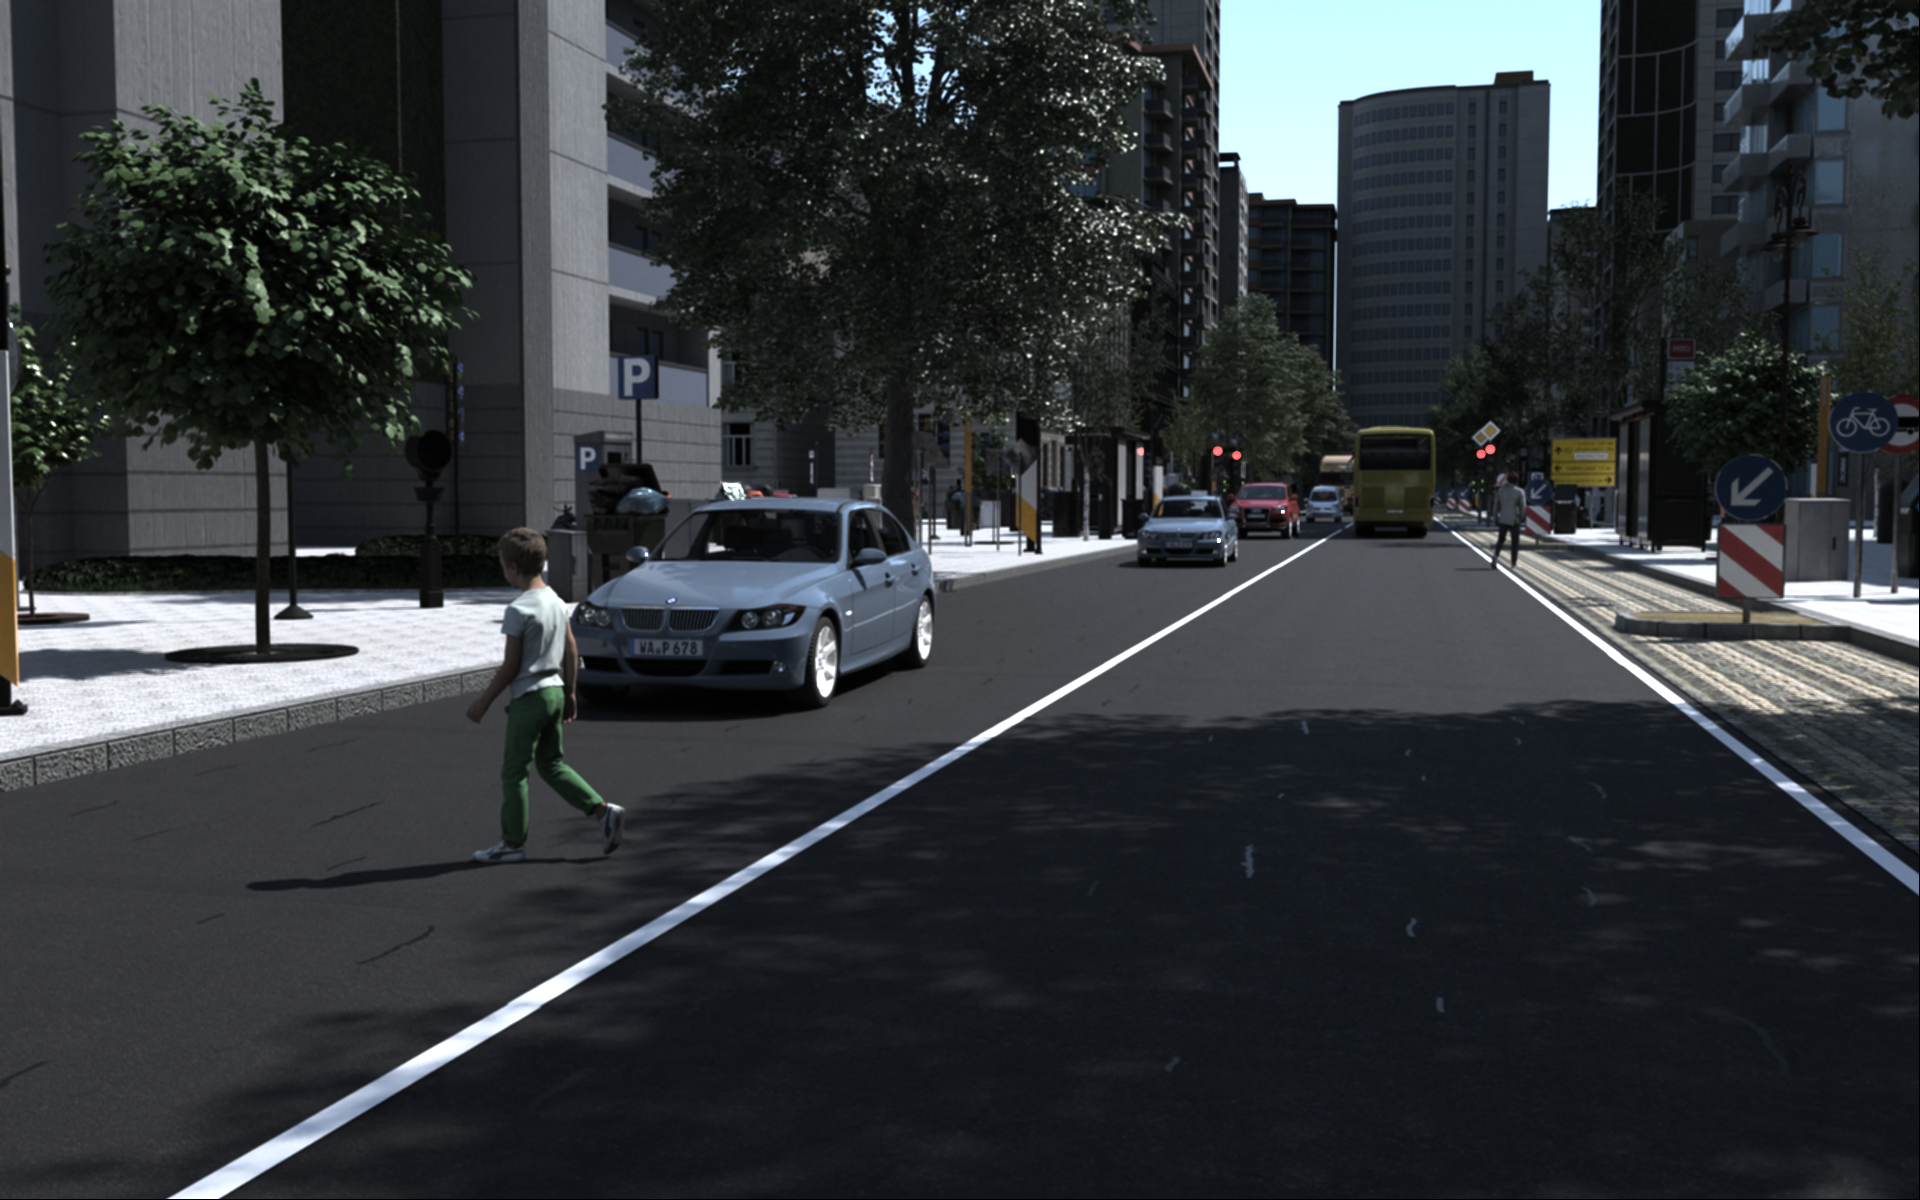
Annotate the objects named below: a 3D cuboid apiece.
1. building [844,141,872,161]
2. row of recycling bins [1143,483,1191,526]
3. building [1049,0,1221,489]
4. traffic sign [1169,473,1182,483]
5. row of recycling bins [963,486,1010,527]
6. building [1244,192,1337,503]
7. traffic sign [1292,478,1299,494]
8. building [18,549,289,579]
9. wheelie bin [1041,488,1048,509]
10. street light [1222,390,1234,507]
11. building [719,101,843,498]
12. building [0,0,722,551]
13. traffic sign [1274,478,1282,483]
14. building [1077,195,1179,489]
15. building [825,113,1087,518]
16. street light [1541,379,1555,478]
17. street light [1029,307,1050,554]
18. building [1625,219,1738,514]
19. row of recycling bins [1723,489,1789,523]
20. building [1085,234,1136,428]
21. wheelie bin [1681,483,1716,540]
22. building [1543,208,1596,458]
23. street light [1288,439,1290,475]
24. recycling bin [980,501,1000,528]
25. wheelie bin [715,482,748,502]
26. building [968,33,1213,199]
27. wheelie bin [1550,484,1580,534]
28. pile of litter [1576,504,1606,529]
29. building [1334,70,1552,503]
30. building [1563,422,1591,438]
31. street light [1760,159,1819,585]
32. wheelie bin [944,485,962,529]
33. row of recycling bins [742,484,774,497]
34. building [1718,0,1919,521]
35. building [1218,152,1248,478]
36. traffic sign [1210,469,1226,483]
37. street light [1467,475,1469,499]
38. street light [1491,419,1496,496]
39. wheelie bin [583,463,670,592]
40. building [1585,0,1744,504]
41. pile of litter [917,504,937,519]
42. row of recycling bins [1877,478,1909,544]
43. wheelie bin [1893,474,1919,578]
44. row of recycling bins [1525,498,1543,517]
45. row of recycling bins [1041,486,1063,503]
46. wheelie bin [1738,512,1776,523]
[{"bbox_3d":[-8.281,-34.225,214.209,28.867,44.769,22.147,1,4,14],"label":"building"},{"bbox_3d":[6.649,-3.347,61.841,3.534,1.692,1.069,-2,4,-27],"label":"row of recycling bins"},{"bbox_3d":[20.141,-46.083,191.716,20.563,71.187,20.611,1,4,14],"label":"building"},{"bbox_3d":[10.256,-4.921,82.581,0.606,2.300,0.079,1,4,22],"label":"traffic sign"},{"bbox_3d":[1.115,-3.762,68.622,1.069,1.692,3.534,-2,4,-31],"label":"row of recycling bins"},{"bbox_3d":[40.489,-36.706,254.768,28.867,44.769,22.147,1,4,14],"label":"building"},{"bbox_3d":[27.387,-8.614,140.940,0.768,2.556,0.104,1,4,22],"label":"traffic sign"},{"bbox_3d":[-25.188,-29.072,17.332,21.231,58.520,28.212,1,4,14],"label":"building"},{"bbox_3d":[3.912,-4.714,84.988,0.693,1.594,0.980,-2,4,-23],"label":"wheelie bin"},{"bbox_3d":[11.916,-6.380,77.096,0.468,5.910,1.993,1,4,14],"label":"street light"},{"bbox_3d":[-21.948,-16.572,104.240,30.059,22.955,16.112,1,4,14],"label":"building"},{"bbox_3d":[-22.316,-31.250,52.929,28.212,58.520,21.231,1,4,14],"label":"building"},{"bbox_3d":[25.340,-8.414,137.671,0.768,2.556,0.104,2,4,23],"label":"traffic sign"},{"bbox_3d":[10.212,-18.827,137.501,12.332,23.373,15.834,1,4,14],"label":"building"},{"bbox_3d":[0.577,-16.187,100.821,11.583,22.565,21.152,1,4,14],"label":"building"},{"bbox_3d":[22.098,-5.650,65.167,0.468,5.910,1.993,1,4,14],"label":"street light"},{"bbox_3d":[1.682,-3.918,36.849,0.468,5.910,1.993,1,4,14],"label":"street light"},{"bbox_3d":[62.638,-16.836,120.310,27.650,21.520,28.899,1,4,14],"label":"building"},{"bbox_3d":[34.427,-4.148,74.938,1.069,1.692,3.534,-1,4,-15],"label":"row of recycling bins"},{"bbox_3d":[6.056,-16.613,120.772,9.793,20.994,18.267,1,4,14],"label":"building"},{"bbox_3d":[20.457,-2.446,47.895,0.980,1.594,0.693,-2,4,-31],"label":"wheelie bin"},{"bbox_3d":[88.064,-33.967,238.951,14.086,41.232,14.154,1,4,14],"label":"building"},{"bbox_3d":[22.468,-8.895,118.218,0.468,5.910,1.993,1,4,14],"label":"street light"},{"bbox_3d":[1.068,-3.231,65.380,0.722,1.027,0.722,-1,4,-17],"label":"recycling bin"},{"bbox_3d":[-6.239,-2.397,47.102,0.980,1.594,0.693,-3,5,-42],"label":"wheelie bin"},{"bbox_3d":[12.615,-31.458,168.955,22.147,44.769,28.867,1,4,14],"label":"building"},{"bbox_3d":[19.462,-2.922,55.688,0.980,1.594,0.693,2,4,32],"label":"wheelie bin"},{"bbox_3d":[23.566,-3.120,64.976,1.176,0.858,1.719,0,4,6],"label":"pile of litter"},{"bbox_3d":[68.043,-43.114,246.915,28.212,58.520,21.231,1,4,14],"label":"building"},{"bbox_3d":[78.068,-53.460,186.743,22.319,86.520,31.000,1,4,14],"label":"building"},{"bbox_3d":[11.597,-3.154,24.361,0.468,5.910,1.993,1,4,14],"label":"street light"},{"bbox_3d":[-0.144,-3.373,63.061,0.693,1.594,0.980,-3,5,-40],"label":"wheelie bin"},{"bbox_3d":[-9.396,-3.950,71.703,3.534,1.692,1.069,1,4,12],"label":"row of recycling bins"},{"bbox_3d":[55.716,-28.698,88.828,30.456,49.044,23.786,1,4,14],"label":"building"},{"bbox_3d":[27.444,-32.198,210.035,14.086,41.232,14.154,1,4,14],"label":"building"},{"bbox_3d":[11.963,-4.907,80.337,0.768,2.556,0.104,1,4,21],"label":"traffic sign"},{"bbox_3d":[42.730,-10.572,145.644,0.468,5.910,1.993,1,4,14],"label":"street light"},{"bbox_3d":[32.339,-8.099,105.200,0.468,5.910,1.993,1,4,14],"label":"street light"},{"bbox_3d":[-3.426,-0.609,17.871,0.980,1.594,0.693,1,4,22],"label":"wheelie bin"},{"bbox_3d":[69.507,-44.315,162.809,20.563,71.187,20.611,1,4,14],"label":"building"},{"bbox_3d":[-1.948,-4.513,87.750,1.719,0.858,1.176,2,4,33],"label":"pile of litter"},{"bbox_3d":[25.126,-2.255,43.984,1.069,1.692,3.534,-3,4,-36],"label":"row of recycling bins"},{"bbox_3d":[14.782,-1.142,26.586,0.693,1.594,0.980,0,4,7],"label":"wheelie bin"},{"bbox_3d":[28.296,-4.792,85.468,1.069,1.692,3.534,-1,4,-11],"label":"row of recycling bins"},{"bbox_3d":[4.832,-4.998,88.823,1.069,1.692,3.534,1,4,21],"label":"row of recycling bins"},{"bbox_3d":[17.072,-1.789,37.161,0.980,1.594,0.693,-3,5,-42],"label":"wheelie bin"}]
